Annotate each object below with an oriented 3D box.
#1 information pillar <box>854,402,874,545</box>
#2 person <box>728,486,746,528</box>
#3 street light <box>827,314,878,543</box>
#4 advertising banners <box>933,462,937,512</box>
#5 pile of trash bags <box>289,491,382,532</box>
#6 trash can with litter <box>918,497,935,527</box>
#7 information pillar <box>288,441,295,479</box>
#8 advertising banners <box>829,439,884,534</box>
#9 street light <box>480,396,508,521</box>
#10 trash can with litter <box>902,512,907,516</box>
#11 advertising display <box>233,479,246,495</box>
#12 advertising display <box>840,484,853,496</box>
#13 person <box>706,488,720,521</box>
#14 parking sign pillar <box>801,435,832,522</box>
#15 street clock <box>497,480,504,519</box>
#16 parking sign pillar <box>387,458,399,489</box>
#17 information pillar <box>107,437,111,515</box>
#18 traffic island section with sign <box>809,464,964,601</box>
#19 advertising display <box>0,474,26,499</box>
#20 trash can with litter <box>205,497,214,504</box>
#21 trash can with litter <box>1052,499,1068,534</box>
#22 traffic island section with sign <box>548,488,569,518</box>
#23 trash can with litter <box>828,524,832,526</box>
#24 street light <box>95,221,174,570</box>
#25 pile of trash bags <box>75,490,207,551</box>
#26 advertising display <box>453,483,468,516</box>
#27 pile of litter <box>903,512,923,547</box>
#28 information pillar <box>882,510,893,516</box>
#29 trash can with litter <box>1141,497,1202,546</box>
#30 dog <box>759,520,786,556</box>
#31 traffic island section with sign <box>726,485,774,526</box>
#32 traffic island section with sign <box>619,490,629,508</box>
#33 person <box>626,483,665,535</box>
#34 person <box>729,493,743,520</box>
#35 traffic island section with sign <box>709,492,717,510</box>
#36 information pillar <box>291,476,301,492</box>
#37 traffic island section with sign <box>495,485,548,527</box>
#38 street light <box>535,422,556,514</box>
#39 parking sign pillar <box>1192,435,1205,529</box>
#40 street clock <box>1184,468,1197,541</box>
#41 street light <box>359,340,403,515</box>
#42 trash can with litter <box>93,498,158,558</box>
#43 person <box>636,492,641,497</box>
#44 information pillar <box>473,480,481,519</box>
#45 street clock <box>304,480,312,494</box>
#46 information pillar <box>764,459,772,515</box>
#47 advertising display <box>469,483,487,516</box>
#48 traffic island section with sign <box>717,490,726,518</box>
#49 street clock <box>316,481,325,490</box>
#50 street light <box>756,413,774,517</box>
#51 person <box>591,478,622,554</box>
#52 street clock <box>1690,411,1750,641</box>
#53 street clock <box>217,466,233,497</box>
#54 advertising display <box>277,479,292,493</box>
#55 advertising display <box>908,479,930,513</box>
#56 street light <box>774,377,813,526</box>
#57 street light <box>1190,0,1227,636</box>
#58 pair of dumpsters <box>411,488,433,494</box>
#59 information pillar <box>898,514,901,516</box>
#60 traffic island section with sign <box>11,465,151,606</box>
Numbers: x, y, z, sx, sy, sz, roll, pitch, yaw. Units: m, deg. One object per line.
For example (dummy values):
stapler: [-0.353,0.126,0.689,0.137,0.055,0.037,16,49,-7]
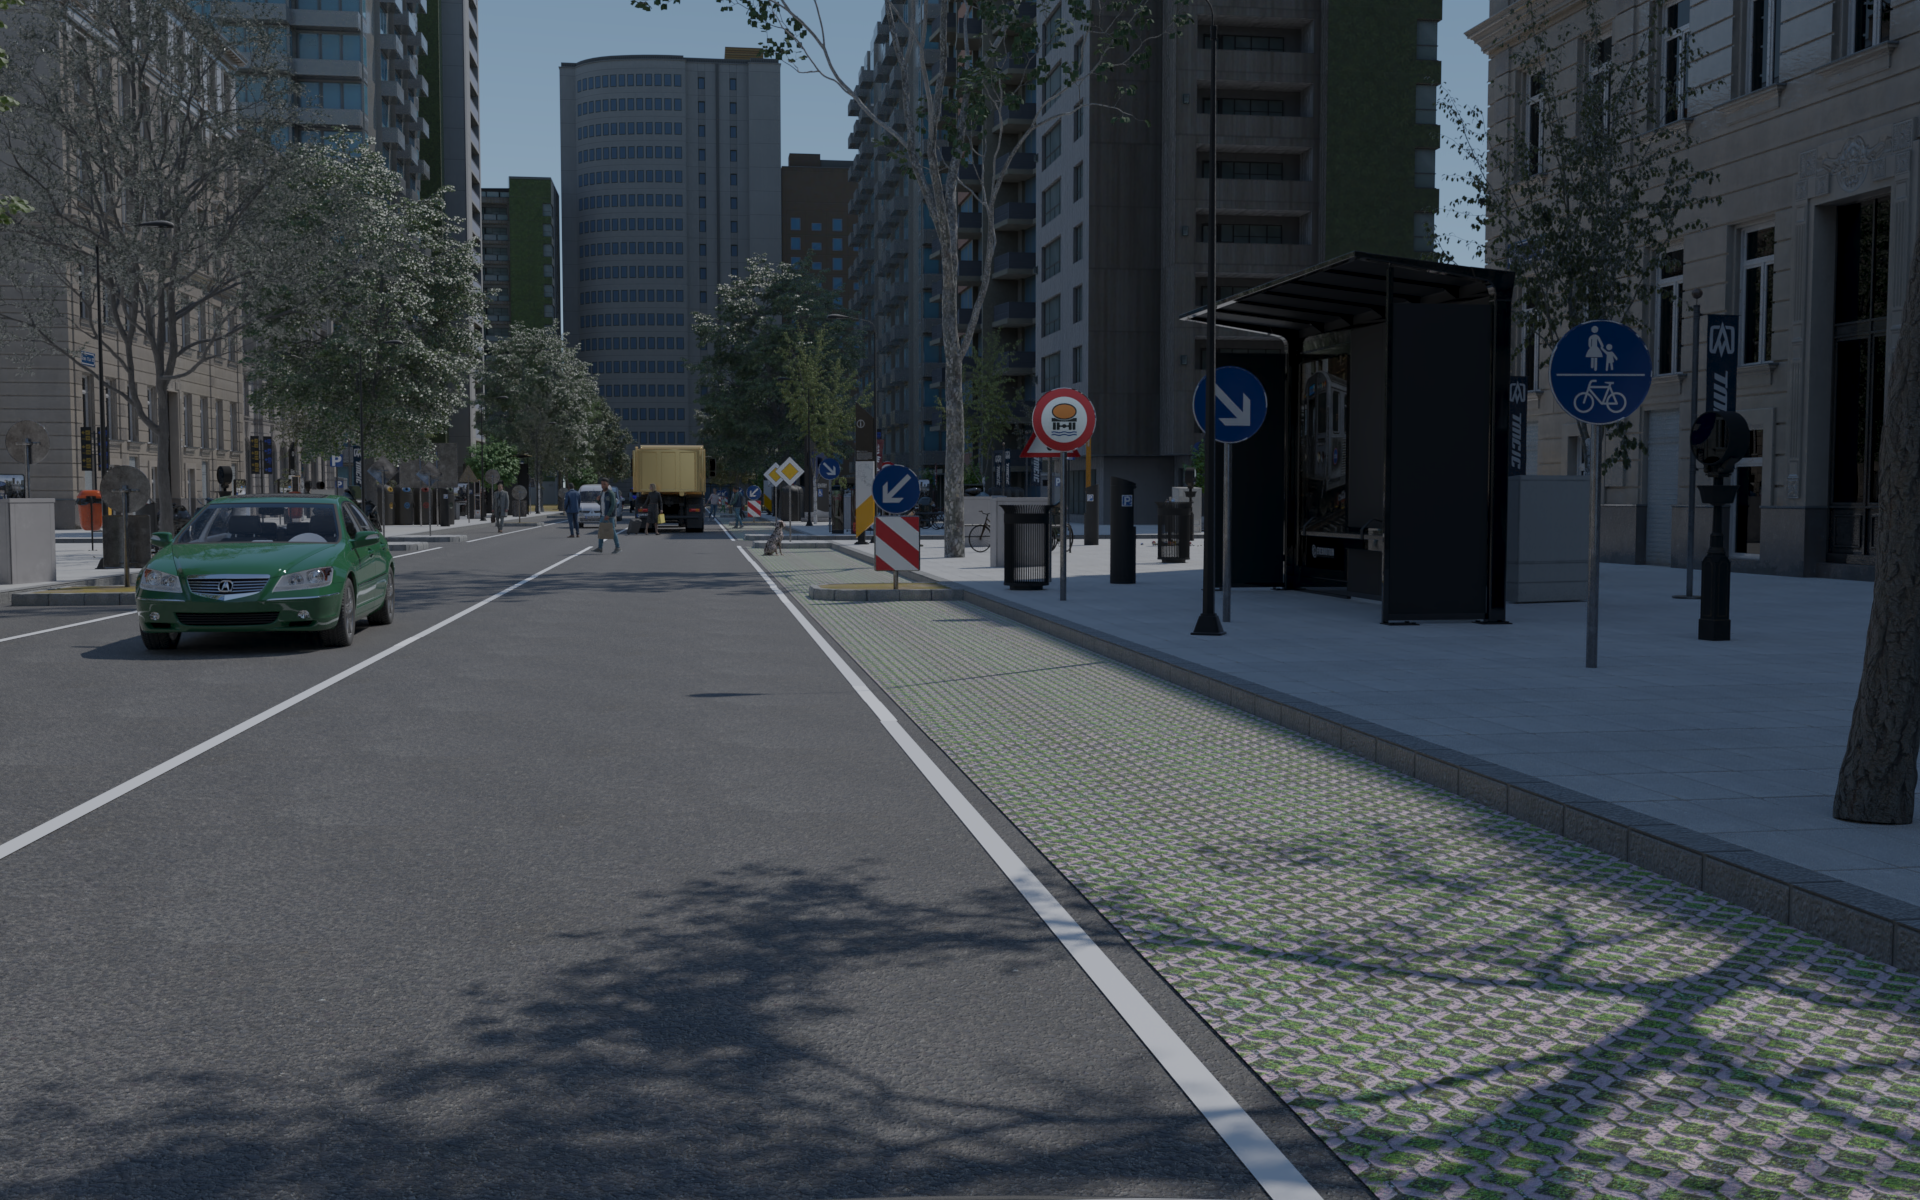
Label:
information pillar: [-2.422,-3.214,43.911,0.504,3.616,0.183,1,4,15]
person: [-9.263,-3.858,71.919,0.721,1.781,0.623,0,4,-5]
street light: [-2.742,-4.431,44.980,1.470,5.913,1.316,-1,4,-9]
advertising banners: [-1.483,-6.164,96.966,0.090,3.025,2.074,-1,4,-10]
pile of trash bags: [-21.217,-2.975,58.401,3.447,1.369,1.912,1,4,15]
trash can with litter: [-1.371,-3.407,67.090,0.624,1.170,1.055,1,4,13]
information pillar: [-29.676,-5.236,76.955,0.183,3.616,0.504,0,4,1]
advertising banners: [-3.304,-3.620,55.373,2.074,3.025,0.090,2,4,29]
street light: [-22.148,-6.714,82.308,1.470,5.913,1.316,-1,4,-9]
trash can with litter: [-3.219,-5.020,93.140,1.678,1.210,2.233,1,4,23]
advertising display: [-31.020,-4.246,74.629,0.123,1.923,0.974,0,4,2]
advertising display: [-7.130,-6.364,109.262,0.974,1.923,0.123,-3,5,-43]
person: [-13.007,-4.983,90.651,0.731,1.740,0.598,-3,5,-42]
parking sign pillar: [-6.590,-5.573,79.595,1.447,3.967,1.447,2,4,32]
street clock: [-23.944,-5.245,90.324,0.358,2.002,0.471,0,4,-1]
parking sign pillar: [-30.898,-6.496,94.683,1.447,3.967,1.447,-3,5,-40]
information pillar: [-30.371,-4.303,61.704,0.183,3.616,0.504,-1,4,-14]
traffic island section with sign: [-1.072,-0.936,23.928,1.989,1.847,2.006,-1,4,-9]
advertising display: [-30.145,-3.042,54.948,0.123,1.923,0.974,2,4,30]
trash can with litter: [-24.299,-2.789,56.980,1.055,1.170,0.624,0,4,2]
trash can with litter: [2.932,-2.705,55.619,1.055,1.170,0.624,0,4,1]
traffic island section with sign: [-23.695,-5.822,103.814,1.989,1.847,2.006,-1,4,-9]
trash can with litter: [-4.704,-3.684,71.295,1.678,1.210,2.233,3,5,42]
street light: [-14.052,-3.484,29.512,1.470,5.913,1.316,-1,4,-9]
pile of trash bags: [-18.523,-1.854,40.058,3.447,1.369,1.912,-2,4,-29]
advertising display: [-28.773,-5.801,100.063,0.974,1.923,0.123,-1,4,-19]
pile of litter: [-1.485,-1.739,42.403,1.176,0.858,1.719,0,4,-2]
information pillar: [-2.358,-3.214,57.043,0.304,2.012,0.304,2,4,30]
trash can with litter: [5.376,-1.982,43.465,1.678,1.210,2.233,0,4,7]
dog: [-4.437,-1.429,40.202,0.800,0.831,0.513,-1,4,-8]
traffic island section with sign: [-9.498,-4.289,78.752,1.989,1.847,2.006,-1,4,-9]
traffic island section with sign: [-35.485,-10.509,180.444,1.989,1.847,2.006,-1,4,-9]
person: [-10.979,-3.177,60.666,1.509,1.804,0.699,3,5,44]
person: [-12.253,-5.228,94.465,0.782,1.767,0.515,2,4,29]
traffic island section with sign: [-21.304,-8.984,155.523,1.989,1.847,2.006,-1,4,-9]
information pillar: [-26.916,-4.021,70.241,0.304,2.012,0.304,-1,4,-11]
traffic island section with sign: [-19.596,-4.192,77.171,1.989,1.847,2.006,-1,4,-9]
street light: [-26.728,-8.514,111.751,1.470,5.913,1.316,-1,4,-9]
parking sign pillar: [9.016,-4.616,63.946,1.447,3.967,1.447,2,4,33]
street clock: [6.302,-2.617,47.366,0.358,2.002,0.471,1,4,20]
street light: [-17.514,-4.881,52.354,1.470,5.913,1.316,-1,4,-9]
trash can with litter: [-16.296,-1.473,35.145,2.233,1.210,1.678,1,4,22]
person: [-16.463,-4.941,89.469,0.473,1.802,0.592,2,4,27]
information pillar: [-24.903,-5.186,89.281,0.304,2.012,0.304,-2,4,-28]
street clock: [-34.189,-5.279,90.886,0.358,2.002,0.471,0,4,-2]
information pillar: [-11.707,-6.982,105.509,0.504,3.616,0.183,-2,4,-28]
advertising display: [-27.620,-5.772,99.579,0.974,1.923,0.123,1,4,20]
traffic island section with sign: [-13.597,-5.918,105.394,1.989,1.847,2.006,-1,4,-9]
street clock: [-36.058,-5.697,97.723,0.358,2.002,0.471,1,4,18]
street light: [-11.095,-7.700,98.443,1.470,5.913,1.316,-1,4,-9]
person: [-8.420,-2.009,41.333,0.713,1.824,0.794,-2,4,-29]
street clock: [6.624,-0.647,15.152,0.358,2.002,0.471,-1,4,-20]
street clock: [-18.878,-2.443,44.507,0.471,2.002,0.358,3,5,44]
advertising display: [-28.238,-4.129,72.730,0.123,1.923,0.974,2,4,24]
advertising display: [-1.742,-4.142,72.930,0.974,1.923,0.123,-1,4,-10]
street light: [-6.563,-5.902,69.046,1.470,5.913,1.316,-1,4,-9]
street light: [1.735,-2.632,15.574,1.470,5.913,1.316,-1,4,-9]
pair of dumpsters: [-25.592,-4.898,82.568,1.574,2.255,4.437,-1,4,-9]
information pillar: [-2.531,-3.990,69.724,0.304,2.012,0.304,-2,4,-24]
traffic island section with sign: [-11.293,-0.891,23.189,1.989,1.847,2.006,-1,4,-9]
